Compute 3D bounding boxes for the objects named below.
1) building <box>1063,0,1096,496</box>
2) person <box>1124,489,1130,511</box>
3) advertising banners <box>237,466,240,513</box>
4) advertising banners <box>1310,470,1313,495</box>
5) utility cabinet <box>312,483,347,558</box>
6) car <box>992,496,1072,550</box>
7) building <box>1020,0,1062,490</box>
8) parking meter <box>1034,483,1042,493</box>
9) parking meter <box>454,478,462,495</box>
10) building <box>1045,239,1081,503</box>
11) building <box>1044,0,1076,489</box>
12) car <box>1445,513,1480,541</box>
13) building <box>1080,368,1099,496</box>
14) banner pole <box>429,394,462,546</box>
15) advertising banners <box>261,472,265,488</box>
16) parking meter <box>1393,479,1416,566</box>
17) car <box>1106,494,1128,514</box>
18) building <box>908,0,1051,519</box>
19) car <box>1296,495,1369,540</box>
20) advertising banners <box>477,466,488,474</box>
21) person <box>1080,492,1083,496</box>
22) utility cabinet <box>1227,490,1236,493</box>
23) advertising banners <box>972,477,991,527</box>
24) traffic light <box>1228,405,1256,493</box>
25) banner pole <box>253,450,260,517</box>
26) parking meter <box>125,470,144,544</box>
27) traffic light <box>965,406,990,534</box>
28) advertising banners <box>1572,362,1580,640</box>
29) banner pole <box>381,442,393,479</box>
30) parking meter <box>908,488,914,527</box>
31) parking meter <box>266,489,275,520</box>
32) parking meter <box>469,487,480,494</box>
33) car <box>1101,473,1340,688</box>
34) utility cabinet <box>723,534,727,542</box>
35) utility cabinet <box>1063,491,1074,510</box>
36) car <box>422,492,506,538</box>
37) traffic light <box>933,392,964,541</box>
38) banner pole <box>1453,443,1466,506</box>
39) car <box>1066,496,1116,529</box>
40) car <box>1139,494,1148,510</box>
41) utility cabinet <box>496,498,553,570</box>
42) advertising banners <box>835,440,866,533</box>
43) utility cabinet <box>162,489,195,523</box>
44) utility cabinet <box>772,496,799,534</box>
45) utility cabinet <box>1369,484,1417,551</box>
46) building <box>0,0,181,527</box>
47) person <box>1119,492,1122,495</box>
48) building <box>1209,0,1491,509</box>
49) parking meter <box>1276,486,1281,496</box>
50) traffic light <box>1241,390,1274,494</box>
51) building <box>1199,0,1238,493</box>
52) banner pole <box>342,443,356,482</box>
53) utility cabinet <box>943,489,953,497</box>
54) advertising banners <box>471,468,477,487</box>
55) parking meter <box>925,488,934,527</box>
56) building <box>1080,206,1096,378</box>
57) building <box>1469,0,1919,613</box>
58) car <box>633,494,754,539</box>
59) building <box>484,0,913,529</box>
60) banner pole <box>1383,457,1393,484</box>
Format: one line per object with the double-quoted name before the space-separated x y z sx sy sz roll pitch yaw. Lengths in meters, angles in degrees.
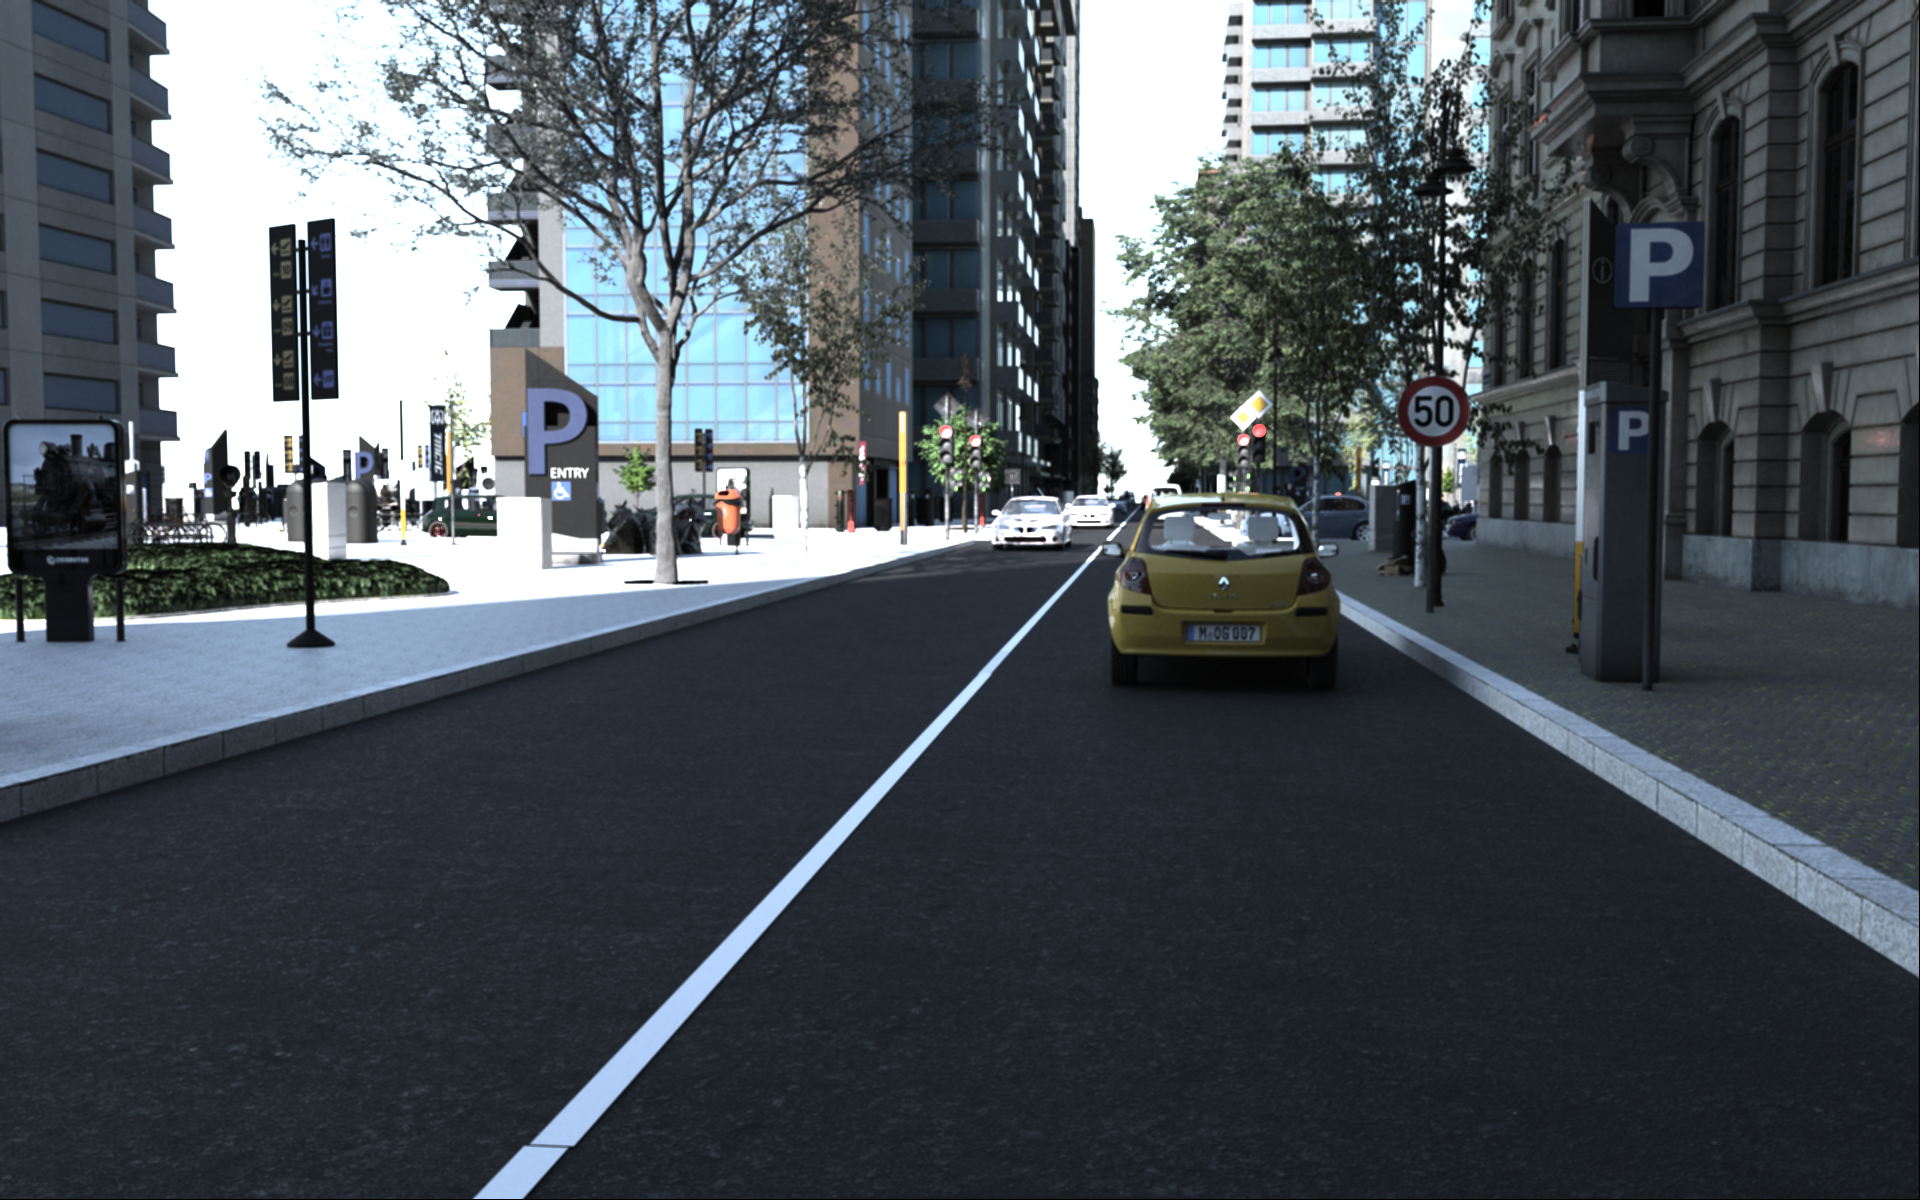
"building" 7.433 -48.199 226.299 20.563 71.187 20.611 0 4 6
"person" 13.838 -8.285 143.982 0.705 1.821 1.348 2 4 35
"advertising banners" -45.038 -6.855 108.264 0.090 3.025 2.074 -1 4 -15
"advertising banners" 25.295 -7.808 123.848 0.090 3.025 2.074 0 4 -3
"utility cabinet" -12.245 -1.525 33.605 0.318 1.500 1.173 0 4 -3
"car" 1.940 -2.039 45.698 2.083 1.381 4.827 0 4 8
"building" -2.917 -30.083 146.479 22.147 44.769 28.867 0 4 6
"parking meter" 4.162 -5.336 92.951 0.399 1.863 0.255 2 4 28
"parking meter" -17.992 -3.432 61.830 0.399 1.863 0.255 -3 5 -42
"building" 6.259 -25.909 195.309 14.160 30.474 14.107 0 4 6
"building" -3.274 -35.800 174.573 28.713 52.752 27.495 0 4 6
"car" 15.964 -2.267 49.640 3.894 1.354 1.945 1 4 8
"building" 6.052 -24.962 253.172 27.650 21.520 28.899 0 4 6
"banner pole" -12.833 -3.245 43.079 0.401 3.779 0.863 3 5 40
"advertising banners" -53.720 -8.454 134.415 2.074 3.025 0.090 3 5 42
"parking meter" 7.685 -1.317 29.952 0.372 1.533 0.369 0 3 0
"car" 11.196 -6.943 125.526 2.014 1.417 4.499 0 4 8
"building" -6.999 -29.473 101.484 23.786 49.044 30.456 0 4 6
"car" 10.514 -2.369 50.741 4.499 1.417 2.014 0 4 7
"advertising banners" -28.832 -6.815 107.617 2.074 3.025 0.090 1 4 9
"person" 14.456 -12.211 208.878 1.217 1.736 0.721 0 4 7
"utility cabinet" 14.268 -4.898 88.762 1.173 1.500 0.318 2 4 34
"advertising banners" 0.877 -4.401 68.145 0.090 3.025 2.074 -1 4 -20
"traffic light" 8.903 -4.021 54.664 0.839 4.253 0.868 0 4 6
"banner pole" -40.319 -6.680 99.231 0.863 3.779 0.401 2 4 35
"parking meter" -20.371 -2.261 42.673 0.399 1.863 0.255 0 4 8
"traffic light" 0.541 -4.076 55.567 0.839 4.253 0.868 0 4 6
"advertising banners" 5.596 -1.189 15.623 0.090 3.025 2.074 1 4 20
"banner pole" -27.269 -5.663 82.599 0.401 3.779 0.863 2 4 29
"parking meter" -1.994 -3.681 68.598 0.372 1.533 0.369 0 3 0
"parking meter" -33.836 -4.683 84.975 0.372 1.533 0.369 0 3 0
"parking meter" -17.062 -3.209 60.877 0.372 1.533 0.369 0 3 0
"car" 2.148 -0.251 14.320 2.015 1.641 3.980 0 4 8
"utility cabinet" -6.289 -2.184 46.867 0.306 1.237 1.020 0 4 -8
"utility cabinet" 7.621 -6.935 122.062 0.318 1.500 1.173 2 4 30
"car" -14.145 -2.607 52.415 4.222 1.686 2.009 0 4 5
"traffic light" -0.334 -3.591 47.630 0.839 4.253 0.868 0 4 6
"banner pole" 24.376 -5.790 84.686 0.401 3.779 0.863 -3 4 -38
"car" 5.521 -3.705 72.931 2.083 1.381 4.827 0 4 7
"car" 17.635 -9.225 159.873 2.155 1.783 4.494 0 4 7
"utility cabinet" -7.414 -1.123 29.530 1.020 1.237 0.306 2 4 31
"advertising banners" -3.593 -3.722 57.048 0.090 3.025 2.074 -2 4 -32
"utility cabinet" -32.281 -3.847 71.578 1.173 1.500 0.318 -1 4 -15
"utility cabinet" -5.595 -2.720 55.637 0.306 1.237 1.020 -3 5 -43
"utility cabinet" 9.802 -1.851 38.942 1.173 1.500 0.318 -1 4 -15
"building" -50.763 -32.507 73.490 28.212 58.520 21.231 0 4 6
"person" 22.561 -14.256 242.298 0.721 1.736 1.217 3 4 39
"building" 34.759 -32.742 154.944 23.786 49.044 30.456 0 4 6
"parking meter" 21.403 -6.781 116.579 0.399 1.863 0.255 -1 4 -13
"traffic light" 8.028 -3.536 46.727 0.839 4.253 0.868 0 4 6
"building" 37.465 -53.314 184.359 22.319 86.520 31.000 0 4 6
"banner pole" -29.900 -5.811 85.023 0.863 3.779 0.401 -3 5 -41
"utility cabinet" -0.559 -4.357 79.919 0.318 1.500 1.173 0 4 8
"advertising banners" -33.372 -7.346 116.294 2.074 3.025 0.090 -1 4 -12
"parking meter" -1.206 -3.672 68.450 0.372 1.533 0.369 0 3 0
"building" 14.278 -38.108 273.181 14.600 45.320 14.200 0 4 6
"building" 16.415 -12.656 26.005 14.460 24.649 34.723 0 4 6
"car" -8.483 -2.677 53.550 4.222 1.686 2.009 0 4 8
"building" -9.743 -25.669 69.796 14.600 45.320 14.200 0 4 6
"banner pole" 28.509 -7.665 115.336 0.863 3.779 0.401 -1 4 -10
